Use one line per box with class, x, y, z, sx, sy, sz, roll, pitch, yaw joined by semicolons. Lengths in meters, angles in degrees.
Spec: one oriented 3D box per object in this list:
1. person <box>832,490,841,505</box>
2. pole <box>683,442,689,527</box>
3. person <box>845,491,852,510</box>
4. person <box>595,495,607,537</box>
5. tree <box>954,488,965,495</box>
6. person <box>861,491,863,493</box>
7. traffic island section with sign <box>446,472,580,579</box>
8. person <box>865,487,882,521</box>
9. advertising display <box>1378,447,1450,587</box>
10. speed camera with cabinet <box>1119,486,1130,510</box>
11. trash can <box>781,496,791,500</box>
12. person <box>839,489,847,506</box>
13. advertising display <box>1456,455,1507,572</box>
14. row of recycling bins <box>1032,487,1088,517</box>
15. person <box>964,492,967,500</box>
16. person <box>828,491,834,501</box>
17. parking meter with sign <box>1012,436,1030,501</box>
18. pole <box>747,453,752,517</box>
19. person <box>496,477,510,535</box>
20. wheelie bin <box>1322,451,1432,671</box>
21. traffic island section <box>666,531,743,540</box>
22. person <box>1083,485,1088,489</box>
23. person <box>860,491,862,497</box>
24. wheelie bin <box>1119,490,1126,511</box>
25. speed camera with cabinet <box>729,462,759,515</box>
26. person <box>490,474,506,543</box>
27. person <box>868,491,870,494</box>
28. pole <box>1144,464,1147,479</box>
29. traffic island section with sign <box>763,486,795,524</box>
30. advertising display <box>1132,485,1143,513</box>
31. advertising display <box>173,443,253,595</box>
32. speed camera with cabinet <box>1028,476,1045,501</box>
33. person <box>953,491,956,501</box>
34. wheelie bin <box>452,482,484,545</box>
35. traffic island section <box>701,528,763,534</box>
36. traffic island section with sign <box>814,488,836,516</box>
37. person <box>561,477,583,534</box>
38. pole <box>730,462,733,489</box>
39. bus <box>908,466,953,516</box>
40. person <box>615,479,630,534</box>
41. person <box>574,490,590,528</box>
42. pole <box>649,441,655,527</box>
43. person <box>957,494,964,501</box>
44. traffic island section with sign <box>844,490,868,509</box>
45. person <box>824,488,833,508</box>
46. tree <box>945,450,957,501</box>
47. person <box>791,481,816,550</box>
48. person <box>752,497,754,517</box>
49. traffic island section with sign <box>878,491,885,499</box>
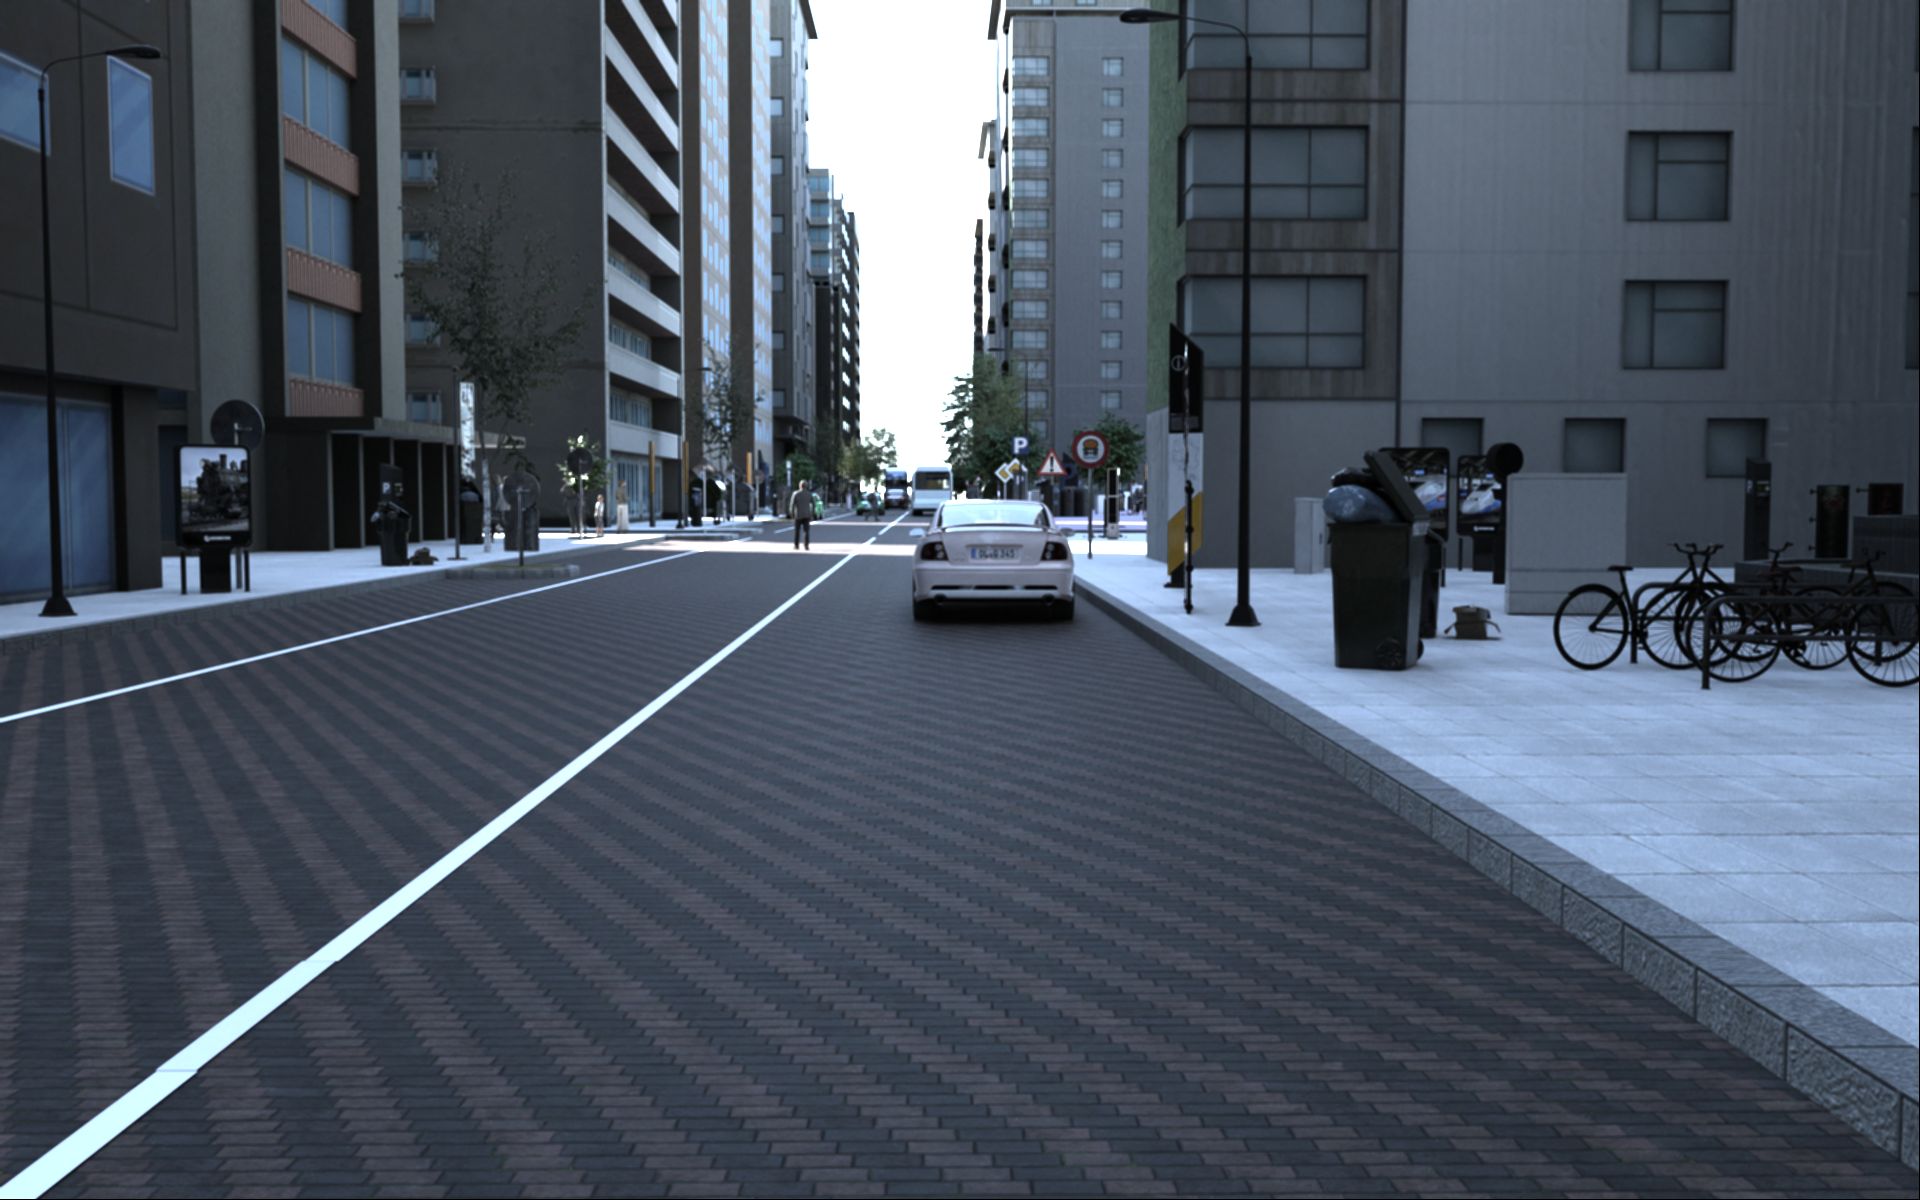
person;-14.454;-11.922;201.656;1.217;1.739;0.721;1;4;14
pole;-10.654;-4.493;67.300;0.158;3.312;0.155;0;3;0
person;-9.693;-8.668;150.894;0.551;1.740;0.621;-1;4;-11
person;-10.754;-2.513;51.806;0.332;1.250;0.352;-3;4;-36
tree;0.069;-14.256;227.681;1.663;3.219;1.824;0;3;0
person;-15.532;-16.457;275.821;0.721;1.736;1.217;0;4;-4
traffic island section with sign;-7.739;-1.323;30.266;1.989;1.847;2.006;0;4;-1
person;-4.573;-5.081;91.539;0.822;1.834;0.622;1;4;17
advertising display;6.249;-1.145;23.929;0.974;1.923;0.123;1;4;14
speed camera with cabinet;12.588;-8.675;136.177;0.660;3.252;2.038;-2;4;-27
trash can;-11.789;-6.441;116.957;0.748;1.137;0.748;0;3;0
person;-12.423;-11.078;187.268;1.348;1.812;0.705;-1;4;-11
advertising display;8.690;-1.433;28.651;0.974;1.923;0.123;3;5;43
row of recycling bins;5.604;-5.520;97.365;3.534;1.692;1.069;-2;4;-26
person;0.758;-13.970;234.090;0.705;1.869;1.348;0;4;5
person;-16.249;-12.718;214.766;1.217;1.735;0.721;-1;4;-14
parking meter with sign;1.874;-3.486;53.257;0.543;3.016;1.738;0;4;3
pole;-10.349;-5.587;85.197;0.158;3.312;0.155;0;3;0
person;-14.290;-2.956;54.472;0.850;1.850;0.679;-3;4;-37
wheelie bin;3.079;-0.302;12.848;0.693;1.594;0.980;2;4;26
traffic island section;-8.129;-1.999;54.963;2.009;0.180;2.903;0;4;-1
person;7.318;-5.802;101.094;0.537;1.800;0.526;3;5;43
person;-15.103;-15.820;264.714;0.705;1.823;1.348;-1;4;-15
wheelie bin;12.133;-7.541;131.199;0.693;1.594;0.980;-1;4;-20
speed camera with cabinet;-13.391;-6.932;107.671;2.038;3.252;0.660;-1;4;-13
person;-12.102;-2.395;45.392;0.728;1.800;0.709;-1;4;-21
person;-14.071;-15.991;267.440;1.348;1.831;0.705;1;4;15
pole;12.738;-7.637;118.714;0.158;3.312;0.155;0;3;0
traffic island section with sign;-8.625;-4.675;85.061;1.989;1.847;2.006;0;4;-1
advertising display;12.174;-6.939;118.670;0.123;1.923;0.974;-3;5;-45
advertising display;-9.642;-1.050;22.385;0.123;1.923;0.974;3;5;39
speed camera with cabinet;4.566;-7.130;110.917;2.038;3.252;0.660;2;4;29
person;-0.960;-15.388;258.159;0.750;1.759;0.617;-1;4;-8
wheelie bin;-12.499;-2.212;44.073;0.693;1.594;0.980;-3;5;-42
traffic island section;-8.259;-2.487;62.947;2.009;0.180;2.903;0;4;-1
traffic island section with sign;-9.070;-6.345;112.363;1.989;1.847;2.006;0;4;-1
person;-12.391;-3.047;55.217;0.474;1.900;0.648;3;5;44
pole;-14.520;-7.113;110.141;0.158;3.312;0.155;0;3;0
bus;-2.029;-7.544;118.203;2.948;3.499;13.247;0;4;-2
person;-10.720;-2.970;55.149;0.519;1.759;0.362;2;4;35
person;-14.209;-3.586;64.848;0.728;1.800;0.709;0;4;0
pole;-11.935;-4.483;67.141;0.158;3.312;0.155;0;3;0
person;-0.008;-15.473;259.043;1.348;1.823;0.705;0;4;-5
traffic island section with sign;-9.876;-9.391;162.178;1.989;1.847;2.006;0;4;-1
person;-12.509;-9.637;163.630;0.705;1.821;1.348;-3;5;-40
tree;-0.488;-17.670;239.259;4.737;8.622;4.395;0;3;0
person;-4.062;-2.183;44.597;0.661;1.777;0.834;-1;4;-19
person;-11.849;-5.594;97.518;0.388;1.821;0.555;3;5;42
traffic island section with sign;-11.639;-16.048;271.011;1.989;1.847;2.006;0;4;-1
